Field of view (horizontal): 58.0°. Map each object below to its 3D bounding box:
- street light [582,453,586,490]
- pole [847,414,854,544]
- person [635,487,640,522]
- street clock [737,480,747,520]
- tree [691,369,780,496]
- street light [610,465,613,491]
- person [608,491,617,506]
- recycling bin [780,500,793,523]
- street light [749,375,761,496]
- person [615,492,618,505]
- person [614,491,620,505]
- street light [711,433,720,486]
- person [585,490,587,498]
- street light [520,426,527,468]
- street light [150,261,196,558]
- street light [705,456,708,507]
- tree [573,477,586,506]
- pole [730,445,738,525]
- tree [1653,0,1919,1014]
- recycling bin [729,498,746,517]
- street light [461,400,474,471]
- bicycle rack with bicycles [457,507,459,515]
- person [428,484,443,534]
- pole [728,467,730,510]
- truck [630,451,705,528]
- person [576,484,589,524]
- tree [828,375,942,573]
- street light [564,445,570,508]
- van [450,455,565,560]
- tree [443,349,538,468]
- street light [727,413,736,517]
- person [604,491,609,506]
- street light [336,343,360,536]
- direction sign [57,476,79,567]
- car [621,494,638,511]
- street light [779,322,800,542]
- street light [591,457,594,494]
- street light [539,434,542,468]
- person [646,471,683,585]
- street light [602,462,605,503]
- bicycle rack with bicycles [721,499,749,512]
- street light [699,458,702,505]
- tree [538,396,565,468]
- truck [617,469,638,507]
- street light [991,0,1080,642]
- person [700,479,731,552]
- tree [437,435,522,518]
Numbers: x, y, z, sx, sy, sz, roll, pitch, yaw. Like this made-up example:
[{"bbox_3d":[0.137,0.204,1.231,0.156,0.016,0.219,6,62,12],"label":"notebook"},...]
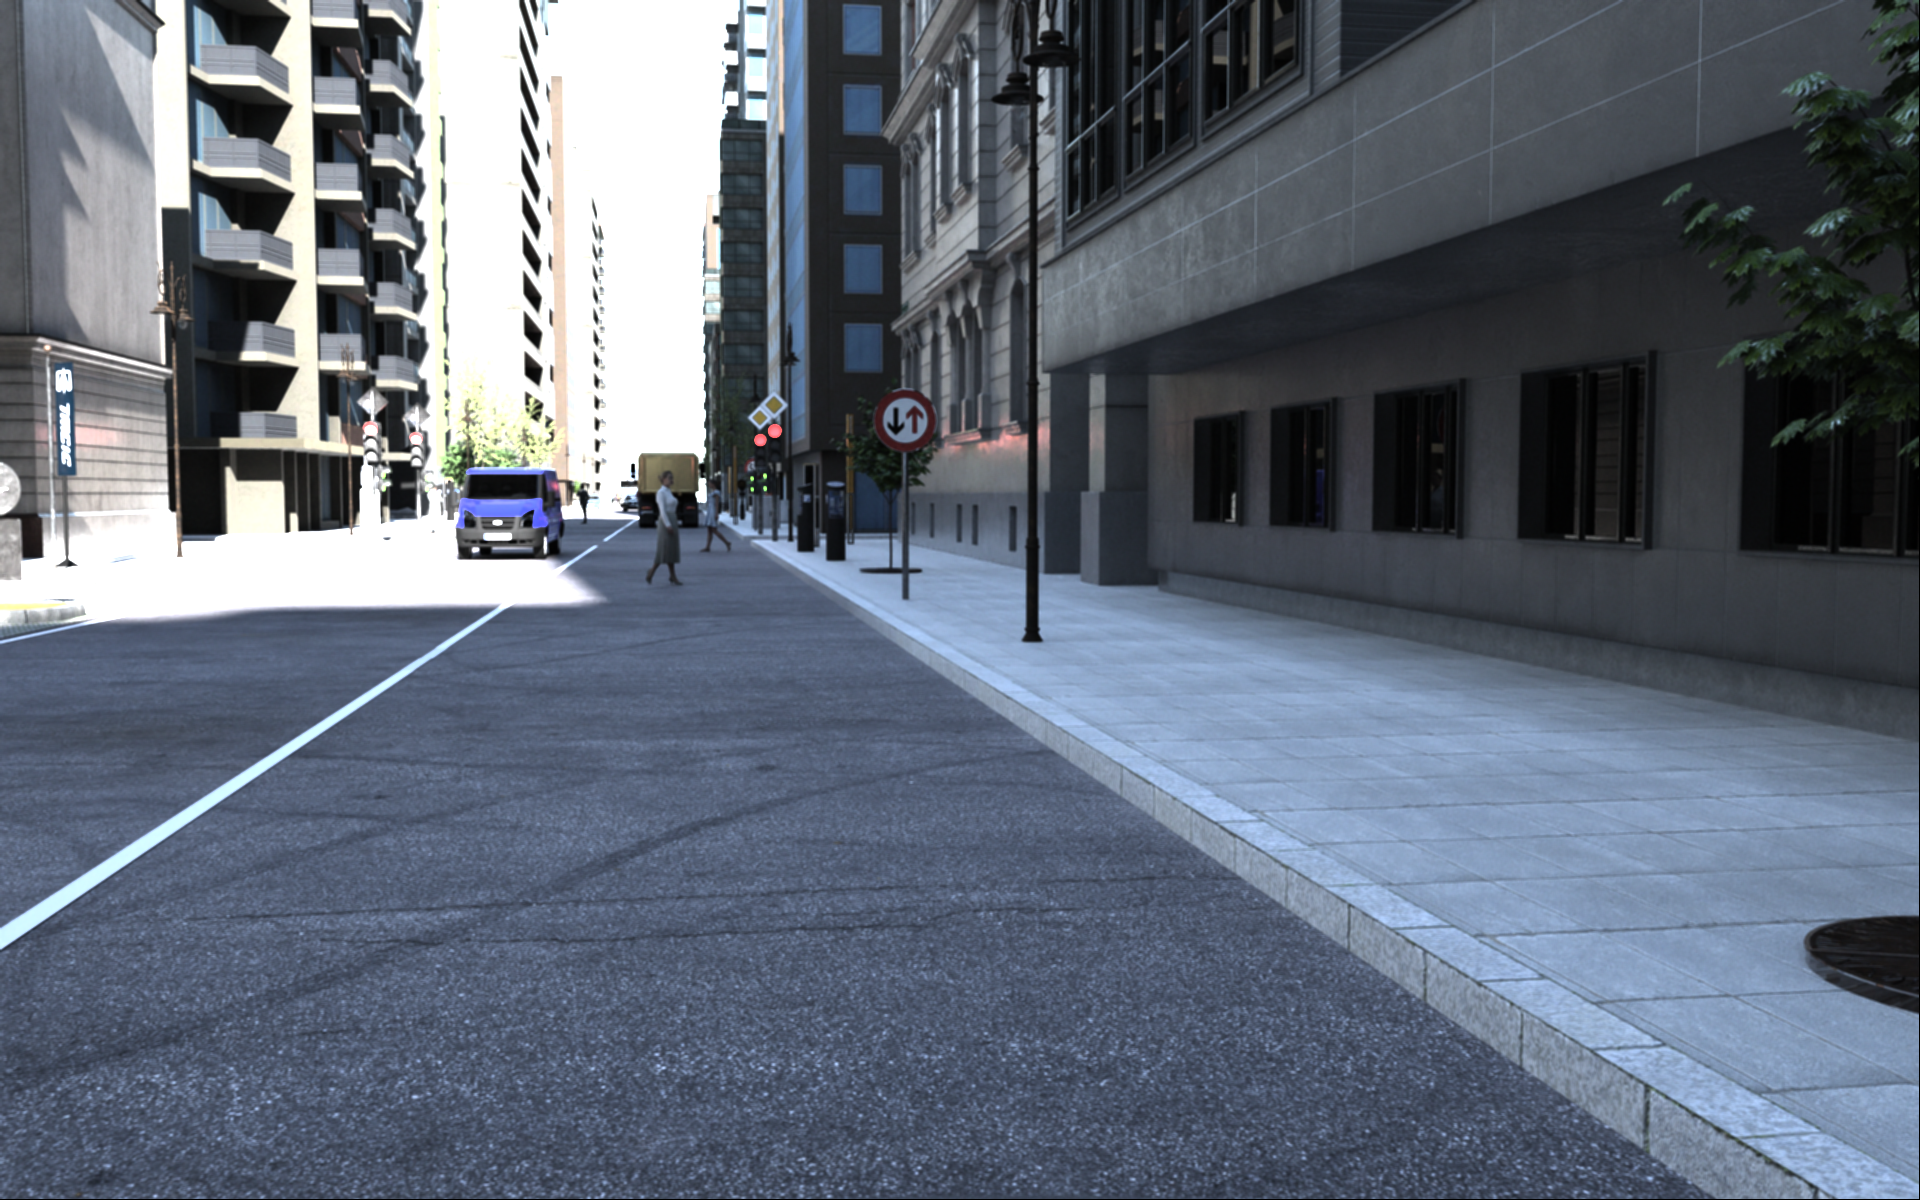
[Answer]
[{"bbox_3d":[-41.375,-13.332,190.765,0.468,5.910,1.993,-1,4,-9],"label":"street light"},{"bbox_3d":[-2.806,-3.084,44.268,0.158,3.312,0.155,0,3,0],"label":"pole"},{"bbox_3d":[-16.226,-4.875,88.182,0.580,1.828,0.573,0,4,2],"label":"person"},{"bbox_3d":[-10.859,-5.005,86.398,0.471,2.002,0.358,1,4,13],"label":"street clock"},{"bbox_3d":[-13.046,-9.309,102.564,4.737,8.622,4.395,0,3,0],"label":"tree"},{"bbox_3d":[-54.977,-18.378,273.269,0.468,5.910,1.993,-1,4,-9],"label":"street light"},{"bbox_3d":[-39.875,-11.623,198.514,1.348,1.826,0.705,-2,4,-31],"label":"person"},{"bbox_3d":[-7.660,-3.898,76.286,0.722,1.027,0.722,1,4,13],"label":"recycling bin"},{"bbox_3d":[-7.789,-5.699,65.972,0.468,5.910,1.993,-1,4,-9],"label":"street light"},{"bbox_3d":[-45.643,-13.531,230.658,0.541,1.710,0.530,-1,4,-20],"label":"person"},{"bbox_3d":[-43.295,-12.914,219.732,0.705,1.812,1.348,3,5,41],"label":"person"},{"bbox_3d":[-18.008,-9.529,128.594,0.468,5.910,1.993,-1,4,-9],"label":"street light"},{"bbox_3d":[-31.024,-8.231,143.803,0.721,1.735,1.217,0,4,8],"label":"person"},{"bbox_3d":[-28.945,-8.707,115.142,0.468,5.910,1.993,-1,4,-9],"label":"street light"},{"bbox_3d":[-15.663,-3.780,34.590,0.468,5.910,1.993,-1,4,-9],"label":"street light"},{"bbox_3d":[-25.315,-12.265,173.319,0.468,5.910,1.993,-1,4,-9],"label":"street light"},{"bbox_3d":[-43.045,-12.203,194.126,1.663,3.219,1.824,0,3,0],"label":"tree"},{"bbox_3d":[-9.431,-4.824,72.712,0.158,3.312,0.155,0,3,0],"label":"pole"},{"bbox_3d":[2.658,-0.603,4.467,1.663,3.219,1.824,0,3,0],"label":"tree"},{"bbox_3d":[-12.734,-5.298,99.177,0.722,1.027,0.722,-3,4,-37],"label":"recycling bin"},{"bbox_3d":[-23.895,-6.809,84.114,0.468,5.910,1.993,-1,4,-9],"label":"street light"},{"bbox_3d":[-33.118,-6.520,119.987,2.925,0.926,2.852,3,4,36],"label":"bicycle rack with bicycles"},{"bbox_3d":[-18.551,-3.216,61.261,0.511,1.800,0.466,0,4,5],"label":"person"},{"bbox_3d":[-17.143,-8.263,128.938,0.158,3.312,0.155,0,3,0],"label":"pole"},{"bbox_3d":[-13.057,-4.990,77.511,3.469,3.379,9.791,-1,4,-10],"label":"truck"},{"bbox_3d":[-18.339,-4.667,84.171,0.474,1.900,0.648,1,4,16],"label":"person"},{"bbox_3d":[-1.025,-2.062,28.321,1.663,3.219,1.824,0,3,0],"label":"tree"},{"bbox_3d":[-36.188,-11.436,159.760,0.468,5.910,1.993,-1,4,-9],"label":"street light"},{"bbox_3d":[-10.243,-2.150,39.543,2.240,2.365,5.245,0,4,-8],"label":"van"},{"bbox_3d":[-24.330,-8.417,87.973,4.737,8.622,4.395,0,3,0],"label":"tree"},{"bbox_3d":[-12.813,-7.600,97.050,0.468,5.910,1.993,-1,4,-9],"label":"street light"},{"bbox_3d":[-41.187,-11.784,201.693,0.750,1.759,0.617,0,4,1],"label":"person"},{"bbox_3d":[-18.721,-4.912,53.106,0.468,5.910,1.993,-1,4,-9],"label":"street light"},{"bbox_3d":[-15.737,-2.350,30.426,0.379,3.537,0.876,-2,4,-34],"label":"direction sign"},{"bbox_3d":[-27.209,-8.243,144.567,2.009,1.686,4.222,0,4,-8],"label":"car"},{"bbox_3d":[-4.586,-4.523,46.732,0.468,5.910,1.993,-1,4,-9],"label":"street light"},{"bbox_3d":[-44.722,-14.574,211.079,0.468,5.910,1.993,-1,4,-9],"label":"street light"},{"bbox_3d":[-31.139,-9.533,128.653,0.468,5.910,1.993,-1,4,-9],"label":"street light"},{"bbox_3d":[-4.698,-1.144,27.427,0.641,1.798,0.478,2,4,25],"label":"person"},{"bbox_3d":[-49.847,-16.477,242.192,0.468,5.910,1.993,-1,4,-9],"label":"street light"},{"bbox_3d":[-16.323,-6.891,126.054,2.925,0.926,2.852,-1,4,-21],"label":"bicycle rack with bicycles"},{"bbox_3d":[-30.505,-14.161,204.324,0.468,5.910,1.993,-1,4,-9],"label":"street light"},{"bbox_3d":[-30.787,-10.653,124.546,4.737,8.622,4.395,0,3,0],"label":"tree"},{"bbox_3d":[-36.348,-12.377,192.120,2.967,4.110,18.799,-1,4,-10],"label":"truck"},{"bbox_3d":[0.630,-2.577,14.916,0.468,5.910,1.993,-1,4,-9],"label":"street light"},{"bbox_3d":[-6.069,-2.099,42.920,0.778,1.811,0.616,0,4,-5],"label":"person"},{"bbox_3d":[-26.357,-6.689,93.080,4.285,4.588,4.351,0,3,0],"label":"tree"}]
